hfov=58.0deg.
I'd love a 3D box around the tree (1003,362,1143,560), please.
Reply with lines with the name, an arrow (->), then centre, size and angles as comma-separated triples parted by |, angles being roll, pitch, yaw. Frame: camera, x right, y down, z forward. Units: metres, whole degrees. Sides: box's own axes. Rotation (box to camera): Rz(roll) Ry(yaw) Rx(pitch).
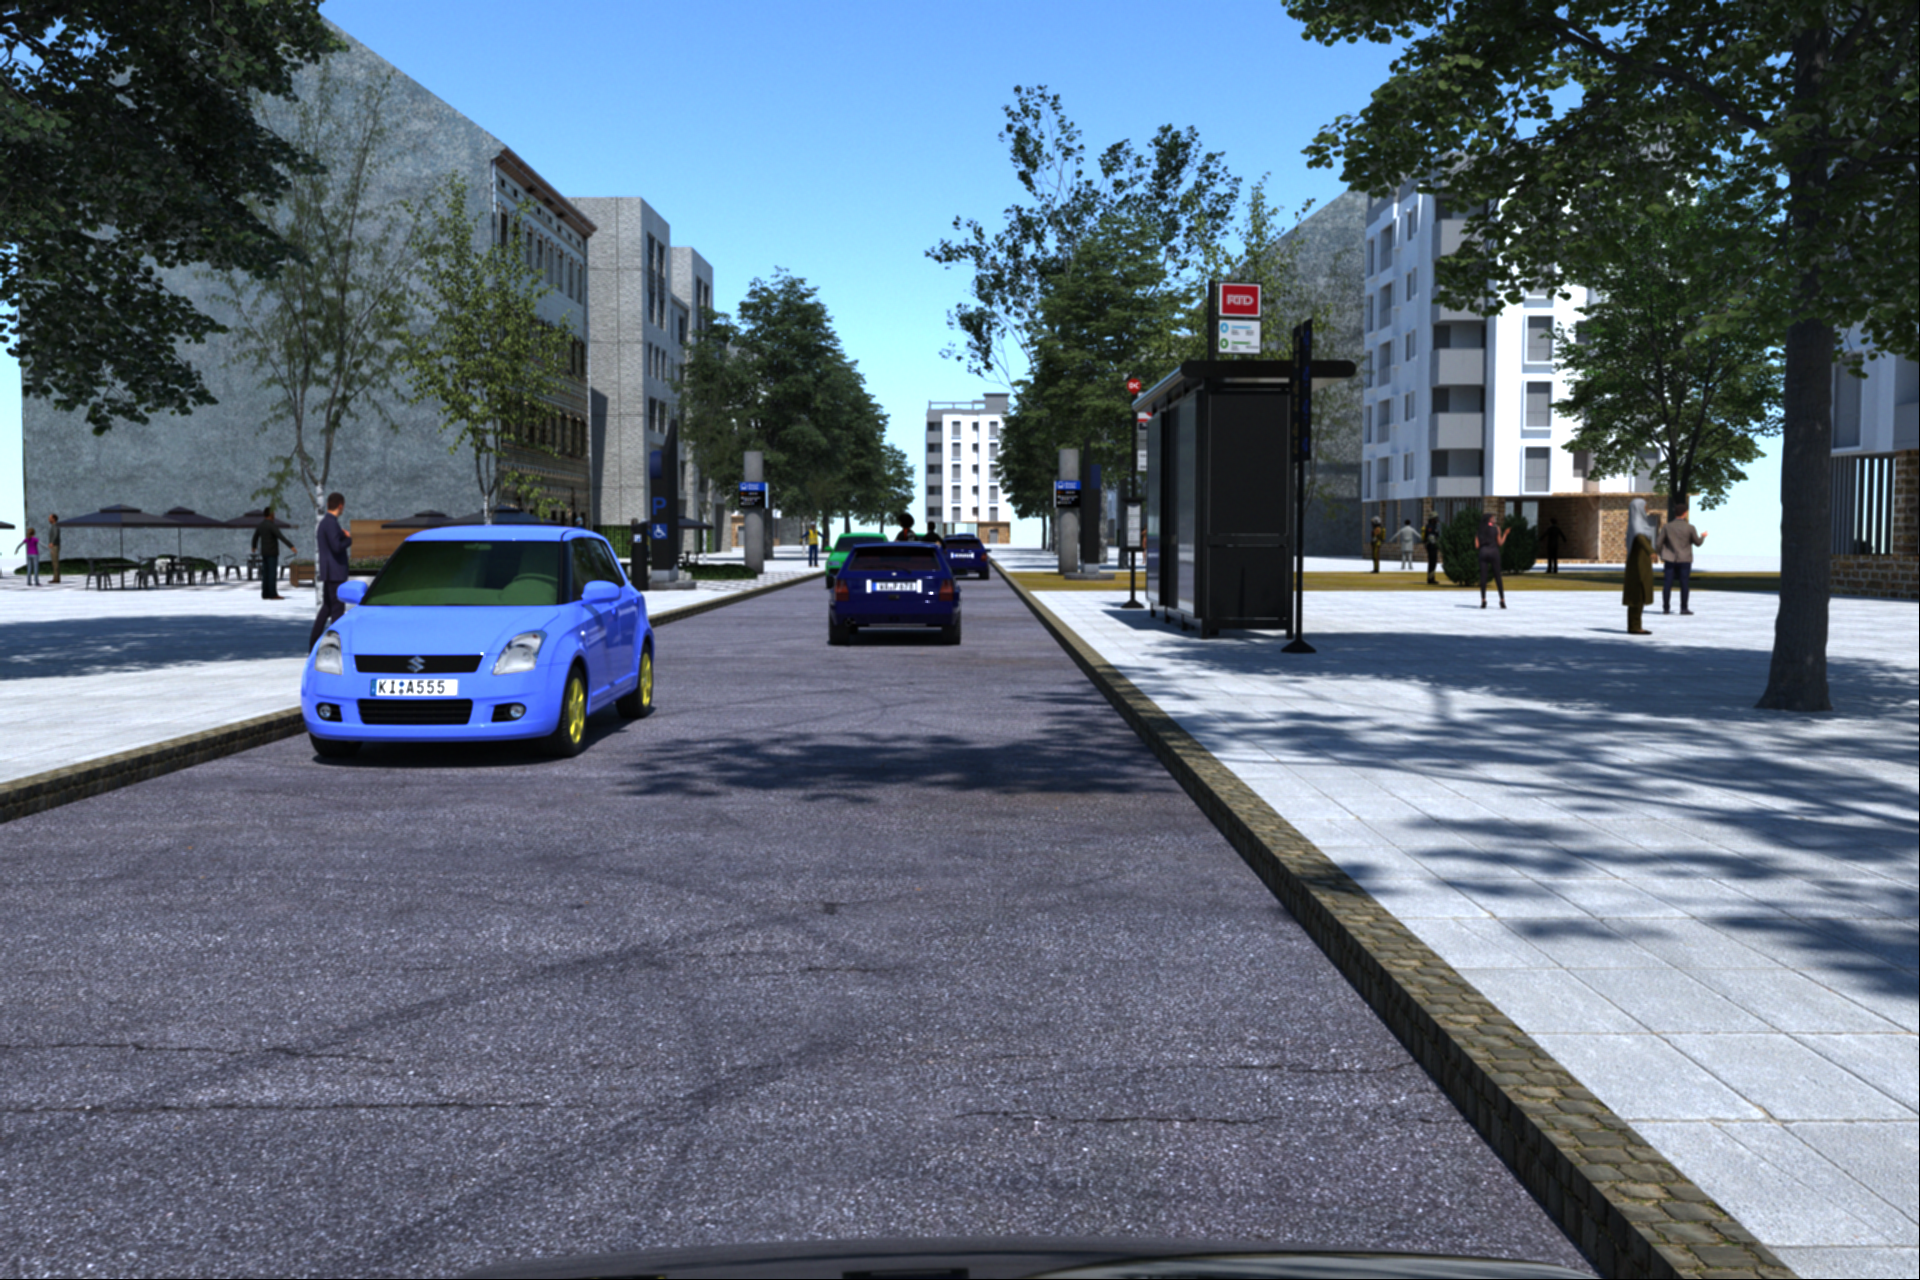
tree -> 6.214, -9.348, 87.253 | 8.767, 10.594, 7.601 | 0, 4, 8

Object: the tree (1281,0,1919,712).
tree -> 6.227, -5.789, 12.776 | 7.486, 12.596, 7.792 | 0, 3, 0

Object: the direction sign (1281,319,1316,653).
direction sign -> 3.680, -1.634, 18.715 | 0.379, 3.537, 0.876 | 0, 4, 0

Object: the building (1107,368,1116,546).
building -> 21.741, -20.709, 195.013 | 16.016, 20.090, 11.380 | 0, 4, 0

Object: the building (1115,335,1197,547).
building -> 24.380, -18.087, 162.184 | 16.747, 18.905, 31.486 | 0, 3, 0

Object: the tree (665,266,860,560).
tree -> -9.404, -10.856, 84.149 | 9.857, 13.997, 8.962 | 0, 3, 0

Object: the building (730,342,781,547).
building -> -24.036, -19.272, 171.520 | 16.016, 20.090, 11.380 | 0, 4, -1

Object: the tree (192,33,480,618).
tree -> -9.859, -4.627, 26.021 | 4.360, 8.622, 3.978 | 0, 3, 0

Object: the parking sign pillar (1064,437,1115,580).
parking sign pillar -> 3.655, -3.686, 48.732 | 1.447, 3.967, 1.447 | 0, 4, -1

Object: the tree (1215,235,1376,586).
tree -> 8.523, -5.633, 42.459 | 4.360, 8.622, 3.978 | 0, 3, 0

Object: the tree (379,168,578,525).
tree -> -9.628, -5.186, 35.155 | 4.737, 8.622, 4.395 | 0, 3, 0

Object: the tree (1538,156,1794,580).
tree -> 20.197, -7.501, 48.389 | 9.928, 11.665, 9.643 | 0, 3, 0

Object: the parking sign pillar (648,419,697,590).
parking sign pillar -> -6.837, -3.155, 40.059 | 1.447, 3.967, 1.447 | 0, 4, 1

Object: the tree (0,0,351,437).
tree -> -9.824, -6.633, 15.099 | 9.857, 13.997, 8.962 | 0, 3, 0

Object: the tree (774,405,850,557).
tree -> -9.036, -9.024, 97.901 | 4.360, 8.622, 3.978 | 0, 3, 0

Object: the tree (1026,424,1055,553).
tree -> 5.835, -10.080, 115.164 | 4.360, 8.622, 3.978 | 0, 3, 0

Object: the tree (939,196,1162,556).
tree -> 5.176, -14.910, 99.667 | 12.611, 20.169, 13.585 | 0, 3, 0

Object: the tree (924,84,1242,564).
tree -> 4.794, -13.394, 74.885 | 12.611, 20.169, 13.585 | 0, 3, 0

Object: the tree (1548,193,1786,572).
tree -> 23.834, -8.562, 58.109 | 7.486, 12.596, 7.792 | 0, 3, 0

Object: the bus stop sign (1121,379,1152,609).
bus stop sign -> 3.205, -2.515, 29.817 | 0.855, 3.939, 0.416 | 0, 3, 0

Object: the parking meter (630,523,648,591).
parking meter -> -7.216, -1.868, 38.952 | 0.372, 1.533, 0.369 | 0, 3, 0

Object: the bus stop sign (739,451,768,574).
bus stop sign -> -6.584, -4.053, 55.283 | 0.837, 3.901, 0.837 | 0, 4, -1

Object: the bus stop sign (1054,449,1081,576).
bus stop sign -> 3.363, -3.957, 53.714 | 0.837, 3.901, 0.837 | 0, 4, 1

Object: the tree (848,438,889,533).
tree -> -9.509, -12.856, 144.613 | 7.601, 10.594, 8.767 | 0, 4, -6

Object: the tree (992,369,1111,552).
tree -> 6.592, -13.350, 124.922 | 9.857, 13.997, 8.962 | 0, 3, 0

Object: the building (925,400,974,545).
building -> -4.389, -23.040, 235.585 | 11.380, 20.090, 16.016 | 0, 4, -1

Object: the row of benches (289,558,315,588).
row of benches -> -16.311, -1.695, 43.169 | 1.422, 0.672, 4.104 | -1, 4, -23

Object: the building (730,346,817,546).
building -> -26.761, -22.594, 200.339 | 19.493, 23.208, 18.063 | 0, 4, 1

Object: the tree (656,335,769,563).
tree -> -9.865, -7.021, 65.158 | 4.360, 8.622, 3.978 | 0, 3, 0

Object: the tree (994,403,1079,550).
tree -> 6.373, -13.515, 139.093 | 7.486, 12.596, 7.792 | 0, 3, 0

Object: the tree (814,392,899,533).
tree -> -8.480, -13.135, 132.888 | 7.486, 12.596, 7.792 | 0, 3, 0

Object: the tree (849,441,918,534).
tree -> -10.512, -20.036, 234.235 | 9.857, 13.997, 8.962 | 0, 3, 0

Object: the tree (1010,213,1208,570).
tree -> 5.502, -8.809, 62.153 | 7.486, 12.596, 7.792 | 0, 3, 0

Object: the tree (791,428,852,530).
tree -> -9.549, -9.699, 108.936 | 4.360, 8.622, 3.978 | 0, 3, 0

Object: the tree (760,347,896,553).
tree -> -9.198, -12.869, 117.070 | 9.857, 13.997, 8.962 | 0, 3, 0

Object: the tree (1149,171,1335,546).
tree -> 5.691, -5.245, 36.121 | 4.737, 8.622, 4.395 | 0, 3, 0

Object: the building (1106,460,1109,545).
building -> 22.316, -21.750, 212.036 | 16.016, 20.090, 11.380 | 0, 4, 0

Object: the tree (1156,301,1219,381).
tree -> 7.951, -6.365, 54.436 | 4.737, 8.622, 4.395 | 0, 3, 0
